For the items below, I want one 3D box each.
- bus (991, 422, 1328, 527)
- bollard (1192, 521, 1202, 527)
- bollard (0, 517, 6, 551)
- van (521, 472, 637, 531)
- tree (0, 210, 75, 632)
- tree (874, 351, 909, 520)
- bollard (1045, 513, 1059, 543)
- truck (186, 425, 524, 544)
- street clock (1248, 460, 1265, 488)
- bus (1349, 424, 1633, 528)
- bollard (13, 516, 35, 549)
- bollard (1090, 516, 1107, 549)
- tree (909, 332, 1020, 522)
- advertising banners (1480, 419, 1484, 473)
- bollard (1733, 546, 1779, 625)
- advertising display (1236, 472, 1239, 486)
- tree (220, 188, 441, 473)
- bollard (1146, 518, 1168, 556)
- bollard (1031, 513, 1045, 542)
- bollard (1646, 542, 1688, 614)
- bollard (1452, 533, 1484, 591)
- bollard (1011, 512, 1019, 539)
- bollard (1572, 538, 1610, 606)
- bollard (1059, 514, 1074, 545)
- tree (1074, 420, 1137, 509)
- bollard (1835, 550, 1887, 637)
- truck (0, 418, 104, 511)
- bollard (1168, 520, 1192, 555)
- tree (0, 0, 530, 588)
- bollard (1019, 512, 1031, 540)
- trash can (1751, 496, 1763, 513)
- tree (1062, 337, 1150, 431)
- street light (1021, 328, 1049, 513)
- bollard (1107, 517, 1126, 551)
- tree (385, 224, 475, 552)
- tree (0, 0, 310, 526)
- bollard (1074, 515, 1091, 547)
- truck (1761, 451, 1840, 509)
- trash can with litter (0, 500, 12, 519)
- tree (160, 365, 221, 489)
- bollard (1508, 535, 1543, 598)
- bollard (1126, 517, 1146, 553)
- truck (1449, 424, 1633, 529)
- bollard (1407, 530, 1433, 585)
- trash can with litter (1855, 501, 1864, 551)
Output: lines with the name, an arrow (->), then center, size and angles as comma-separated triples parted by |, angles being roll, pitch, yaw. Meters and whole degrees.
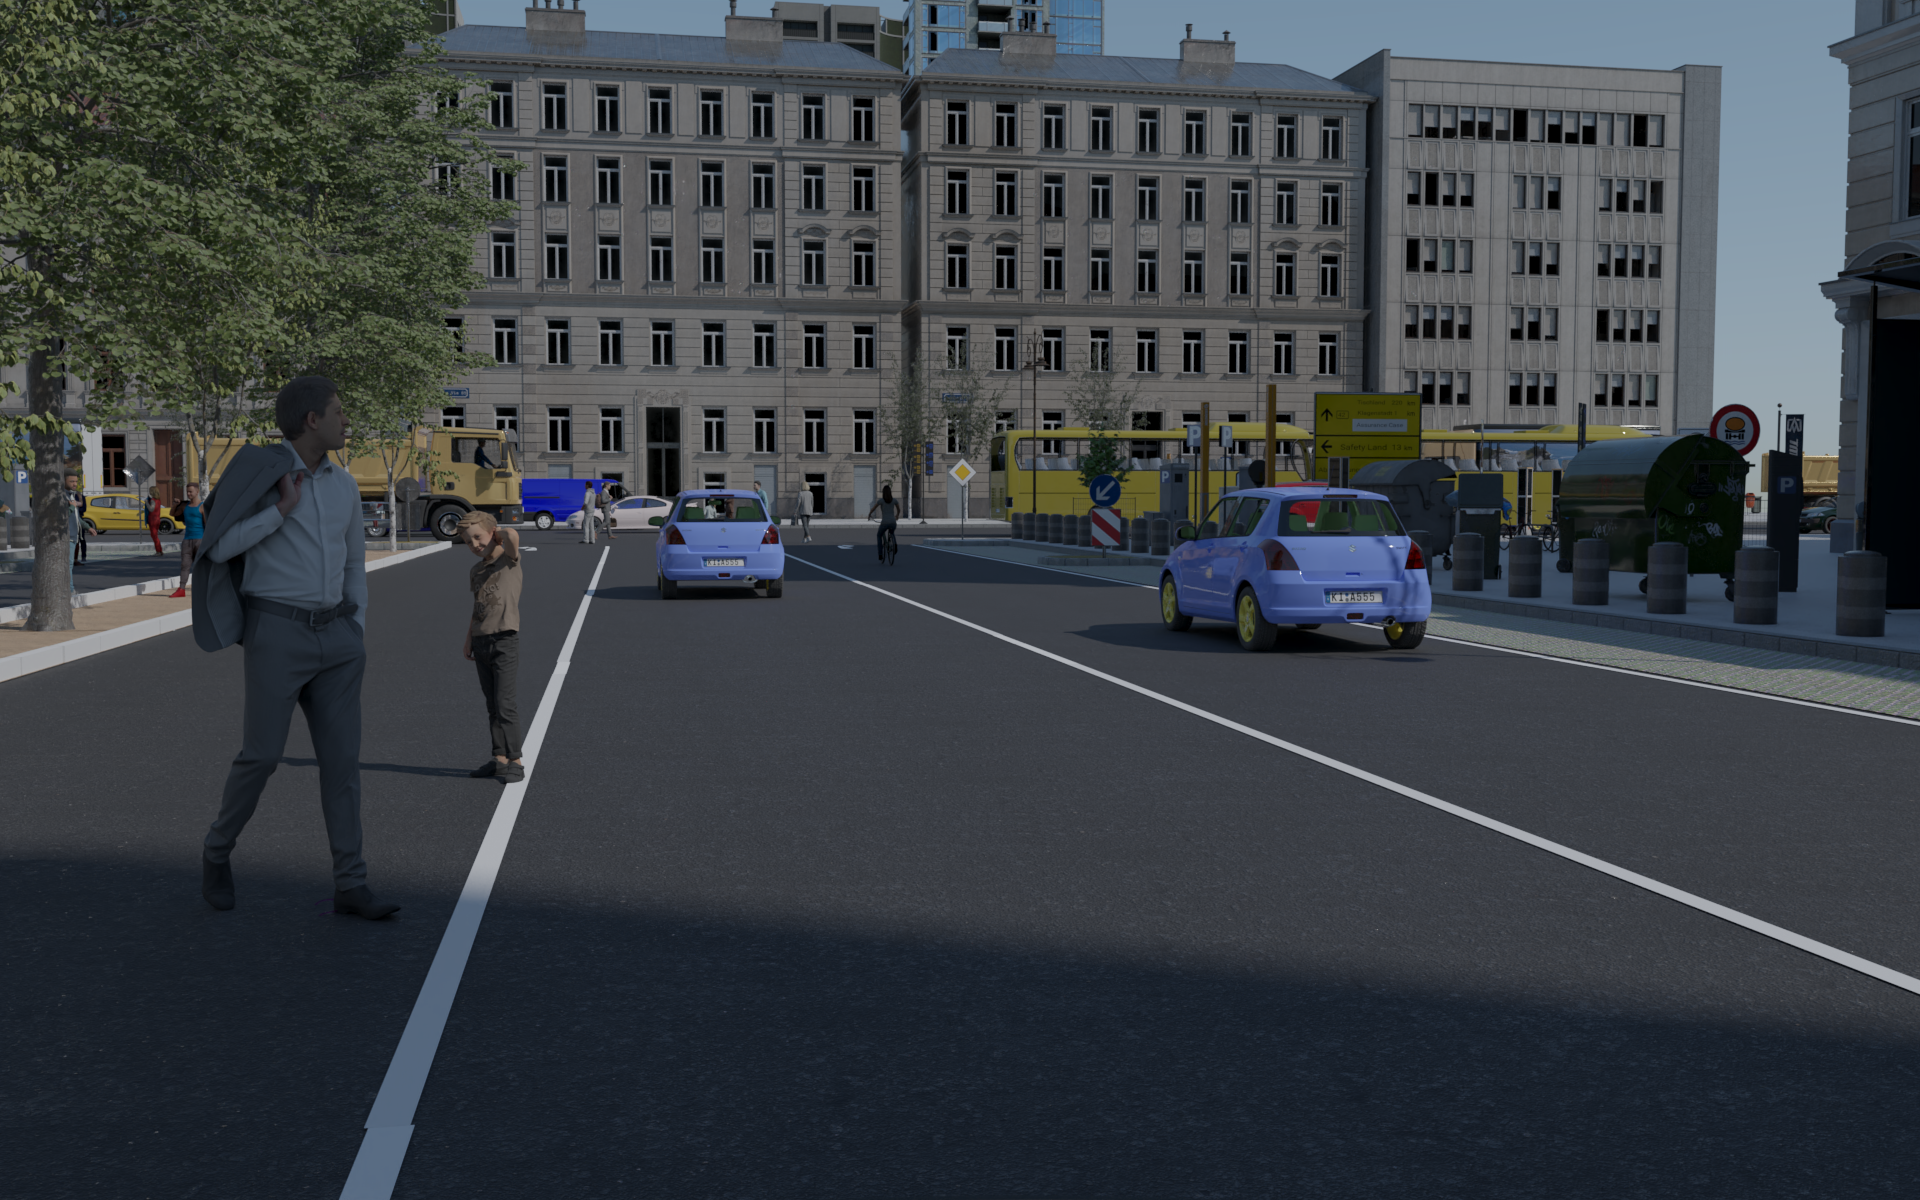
bus -> 7.280, -4.163, 59.612 | 12.252, 3.916, 2.896 | -1, 4, -11
bollard -> 4.777, -1.139, 33.347 | 0.404, 0.777, 0.398 | 0, 3, 0
bollard -> -21.842, -1.502, 39.280 | 0.404, 0.777, 0.398 | 0, 3, 0
van -> -14.861, -3.948, 68.941 | 5.245, 2.365, 2.240 | -1, 4, -12
tree -> -9.707, -5.969, 18.170 | 7.486, 12.596, 7.792 | 0, 3, 0
tree -> -2.422, -8.239, 85.077 | 4.360, 8.622, 3.978 | 0, 3, 0
bollard -> 2.515, -1.861, 45.139 | 0.404, 0.777, 0.398 | 0, 3, 0
truck -> -16.805, -3.306, 49.971 | 9.791, 3.379, 3.469 | -1, 4, -11
street clock -> 6.306, -1.954, 36.517 | 0.471, 2.002, 0.358 | 1, 4, 10
bus -> 19.881, -4.285, 61.611 | 12.252, 3.916, 2.896 | -1, 4, -13
bollard -> -22.128, -1.593, 40.759 | 0.404, 0.777, 0.398 | 0, 3, 0
bollard -> 3.360, -1.591, 40.724 | 0.404, 0.777, 0.398 | 0, 3, 0
tree -> 0.492, -7.924, 79.922 | 4.360, 8.622, 3.978 | 0, 3, 0
advertising banners -> 12.508, -2.760, 41.311 | 0.090, 3.025, 2.074 | 1, 4, 22
bollard -> 7.890, -0.149, 17.158 | 0.404, 0.777, 0.398 | 0, 3, 0
advertising display -> 8.430, -2.738, 49.979 | 0.974, 1.923, 0.123 | 2, 4, 27
tree -> -13.315, -5.171, 37.363 | 4.360, 8.622, 3.978 | 0, 3, 0
bollard -> 4.207, -1.320, 36.300 | 0.404, 0.777, 0.398 | 0, 3, 0
bollard -> 2.228, -1.951, 46.617 | 0.404, 0.777, 0.398 | 0, 3, 0
bollard -> 7.607, -0.239, 18.625 | 0.404, 0.777, 0.398 | 0, 3, 0
bollard -> 6.758, -0.509, 23.033 | 0.404, 0.777, 0.398 | 0, 3, 0
bollard -> 1.667, -2.131, 49.552 | 0.404, 0.777, 0.398 | 0, 3, 0
bollard -> 7.321, -0.329, 20.094 | 0.404, 0.777, 0.398 | 0, 3, 0
bollard -> 2.796, -1.771, 43.666 | 0.404, 0.777, 0.398 | 0, 3, 0
tree -> 3.833, -3.113, 45.492 | 1.663, 3.219, 1.824 | 0, 3, 0
bollard -> 8.165, -0.059, 15.690 | 0.404, 0.777, 0.398 | 0, 3, 0
truck -> -38.045, -4.598, 64.083 | 11.283, 4.237, 2.839 | -1, 4, -9
bollard -> 4.497, -1.229, 34.814 | 0.404, 0.777, 0.398 | 0, 3, 0
tree -> -11.806, -6.778, 31.410 | 7.486, 12.596, 7.792 | 0, 3, 0
bollard -> 1.943, -2.041, 48.083 | 0.404, 0.777, 0.398 | 0, 3, 0
trash can -> 52.712, -6.300, 114.650 | 0.748, 1.137, 0.748 | 0, 3, 0
tree -> 6.753, -8.062, 82.181 | 4.360, 8.622, 3.978 | 0, 3, 0
street light -> 2.086, -4.625, 48.404 | 0.468, 5.910, 1.993 | -1, 4, -11
bollard -> 3.639, -1.501, 39.256 | 0.404, 0.777, 0.398 | 0, 3, 0
tree -> -13.909, -5.471, 42.269 | 4.737, 8.622, 4.395 | 0, 3, 0
tree -> -10.960, -4.413, 24.966 | 4.737, 8.622, 4.395 | 0, 3, 0
bollard -> 3.078, -1.681, 42.198 | 0.404, 0.777, 0.398 | 0, 3, 0
truck -> 38.200, -4.627, 71.573 | 9.791, 3.379, 3.469 | -1, 4, -10
trash can with litter -> -23.041, -1.816, 41.085 | 0.624, 1.170, 1.055 | 0, 4, -1
tree -> -33.257, -7.711, 76.441 | 4.360, 8.622, 3.978 | 0, 3, 0
bollard -> 7.040, -0.419, 21.565 | 0.404, 0.777, 0.398 | 0, 3, 0
bollard -> 3.930, -1.410, 37.774 | 0.404, 0.777, 0.398 | 0, 3, 0
truck -> 22.712, -4.995, 70.576 | 11.283, 4.237, 2.839 | -1, 4, -10
bollard -> 6.476, -0.598, 24.500 | 0.404, 0.777, 0.398 | 0, 3, 0
trash can with litter -> 15.913, -1.143, 30.076 | 0.624, 1.170, 1.055 | 1, 4, 20
